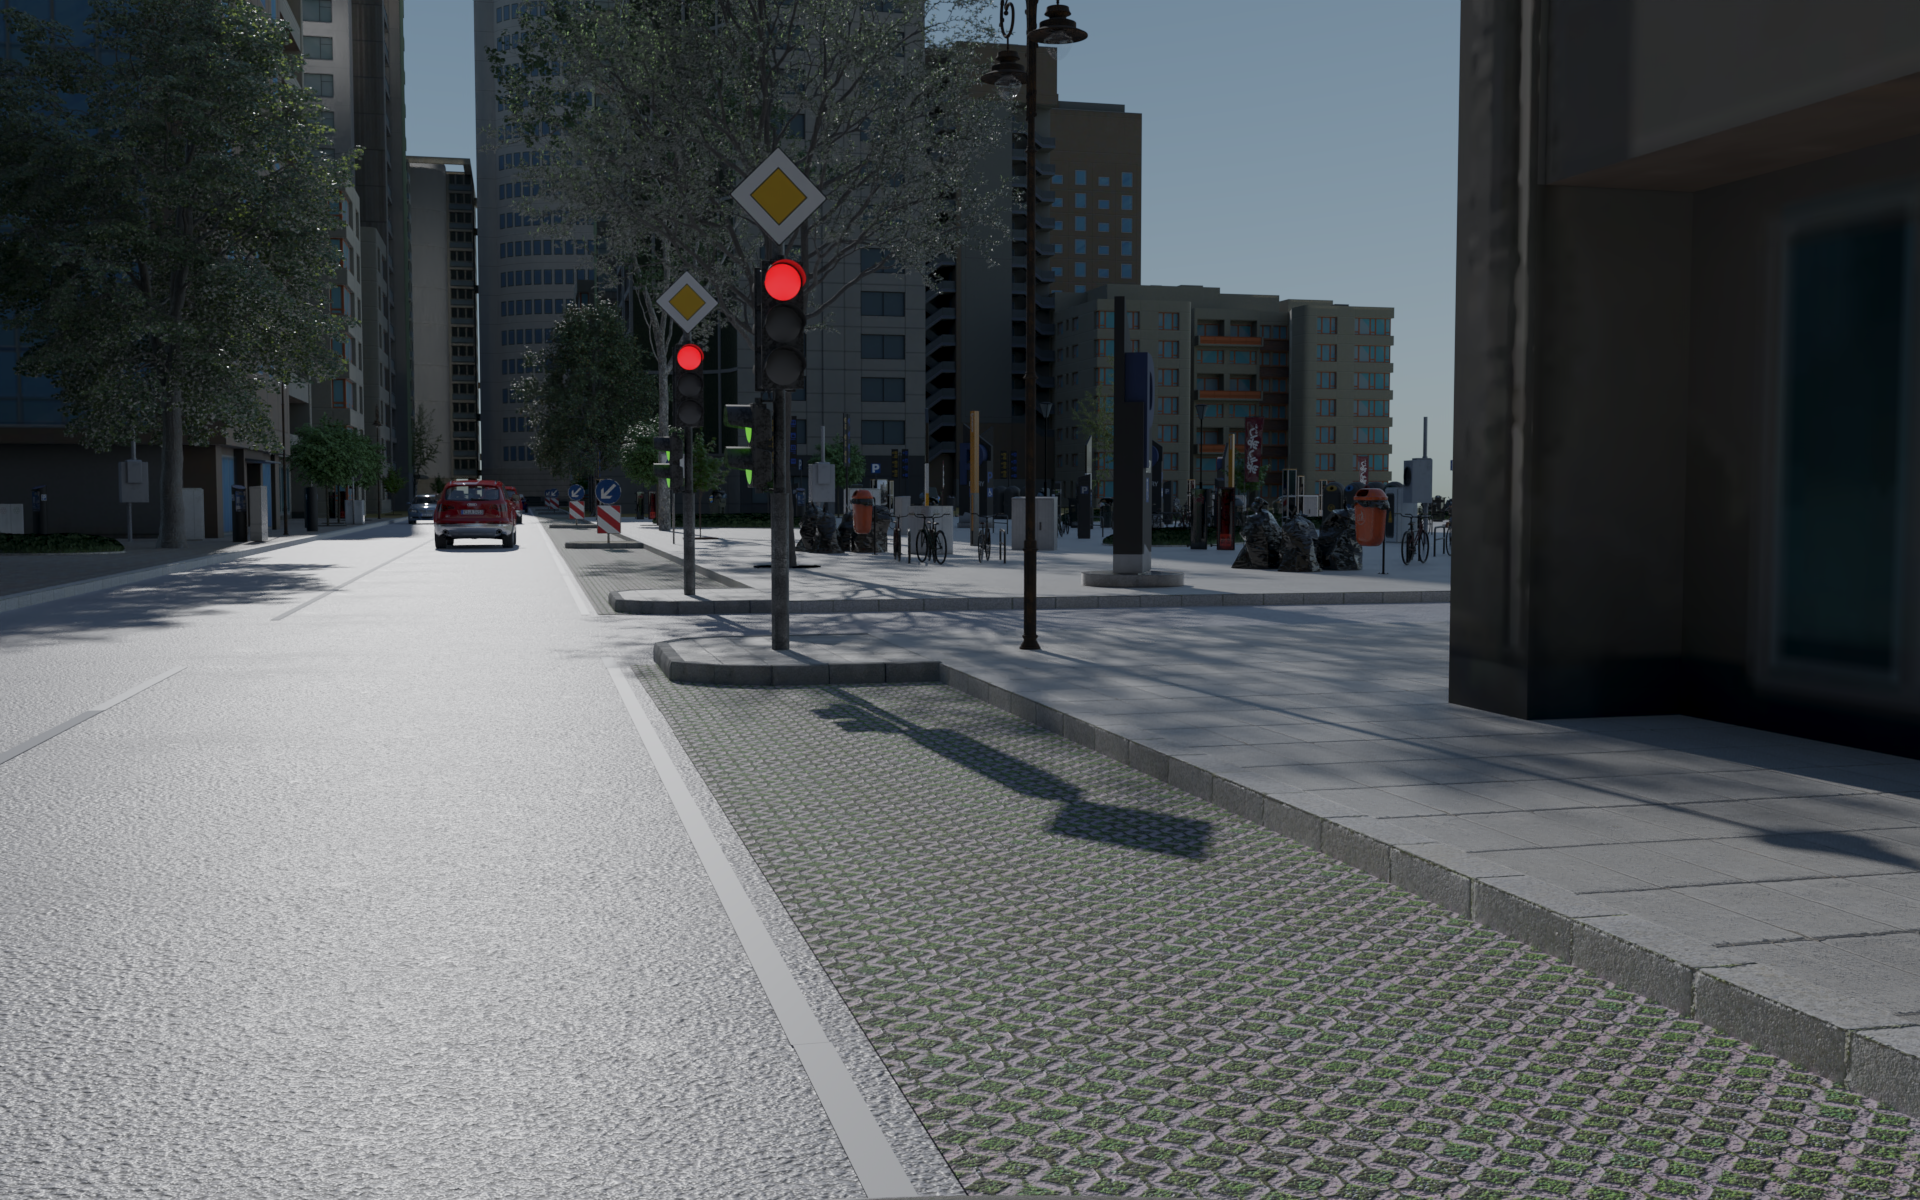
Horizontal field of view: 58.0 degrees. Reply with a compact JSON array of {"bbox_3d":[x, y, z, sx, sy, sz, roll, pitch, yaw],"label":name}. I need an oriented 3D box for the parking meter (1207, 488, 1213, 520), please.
[{"bbox_3d":[13.739,-5.353,95.934,0.372,1.533,0.369,0,3,0],"label":"parking meter"}]

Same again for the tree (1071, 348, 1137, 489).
[{"bbox_3d":[7.938,-8.386,87.474,4.737,8.622,4.395,0,3,0],"label":"tree"}]

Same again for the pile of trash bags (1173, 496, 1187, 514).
[{"bbox_3d":[12.948,-5.466,99.113,1.912,1.369,3.447,2,4,24],"label":"pile of trash bags"}]

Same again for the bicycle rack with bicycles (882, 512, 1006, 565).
[{"bbox_3d":[-0.203,-1.177,32.631,2.852,0.926,2.925,0,4,0],"label":"bicycle rack with bicycles"}]

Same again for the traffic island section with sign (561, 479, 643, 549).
[{"bbox_3d":[-9.461,-2.280,45.901,1.989,1.847,2.006,-1,4,-14],"label":"traffic island section with sign"}]

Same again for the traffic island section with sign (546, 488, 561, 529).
[{"bbox_3d":[-16.155,-3.898,72.362,1.989,1.847,2.006,-1,4,-14],"label":"traffic island section with sign"}]

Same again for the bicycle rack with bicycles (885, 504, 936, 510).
[{"bbox_3d":[-2.012,-3.000,62.431,2.852,0.926,2.925,1,4,17],"label":"bicycle rack with bicycles"}]

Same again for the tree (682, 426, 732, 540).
[{"bbox_3d":[-7.305,-3.318,48.850,1.663,3.219,1.824,0,3,0],"label":"tree"}]

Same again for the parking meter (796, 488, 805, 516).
[{"bbox_3d":[-6.424,-3.759,69.876,0.372,1.533,0.369,0,3,0],"label":"parking meter"}]

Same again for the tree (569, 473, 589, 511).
[{"bbox_3d":[-28.730,-8.316,130.570,1.663,3.219,1.824,0,3,0],"label":"tree"}]

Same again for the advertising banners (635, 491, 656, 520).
[{"bbox_3d":[-15.620,-5.596,87.684,0.090,3.025,2.074,3,5,42],"label":"advertising banners"}]

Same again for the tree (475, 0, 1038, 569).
[{"bbox_3d":[-3.116,-7.306,29.828,12.009,13.543,11.850,0,3,0],"label":"tree"}]

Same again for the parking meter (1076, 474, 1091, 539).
[{"bbox_3d":[3.544,-2.692,49.729,0.399,1.863,0.255,0,4,-2],"label":"parking meter"}]

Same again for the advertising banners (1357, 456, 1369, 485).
[{"bbox_3d":[19.252,-5.094,79.473,2.074,3.025,0.090,0,4,1],"label":"advertising banners"}]

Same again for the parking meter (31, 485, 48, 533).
[{"bbox_3d":[-25.084,-2.374,47.222,0.372,1.533,0.369,0,3,0],"label":"parking meter"}]

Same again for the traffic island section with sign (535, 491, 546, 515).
[{"bbox_3d":[-28.526,-6.888,121.253,1.989,1.847,2.006,-1,4,-14],"label":"traffic island section with sign"}]

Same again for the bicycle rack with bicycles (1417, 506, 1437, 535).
[{"bbox_3d":[13.830,-2.506,54.359,2.852,0.926,2.925,3,4,37],"label":"bicycle rack with bicycles"}]

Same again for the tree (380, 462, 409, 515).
[{"bbox_3d":[-34.424,-6.741,104.815,1.663,3.219,1.824,0,3,0],"label":"tree"}]

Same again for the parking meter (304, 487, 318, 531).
[{"bbox_3d":[-24.523,-3.479,65.287,0.372,1.533,0.369,0,3,0],"label":"parking meter"}]

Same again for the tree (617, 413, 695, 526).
[{"bbox_3d":[-12.250,-5.286,70.134,4.285,4.588,4.351,0,3,0],"label":"tree"}]

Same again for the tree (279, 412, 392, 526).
[{"bbox_3d":[-25.328,-5.226,69.154,4.285,4.588,4.351,0,3,0],"label":"tree"}]

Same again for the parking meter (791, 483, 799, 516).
[{"bbox_3d":[-8.457,-5.080,88.775,0.399,1.863,0.255,0,4,6],"label":"parking meter"}]

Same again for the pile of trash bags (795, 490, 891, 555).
[{"bbox_3d":[-2.430,-1.713,37.752,1.912,1.369,3.447,-1,4,-17],"label":"pile of trash bags"}]

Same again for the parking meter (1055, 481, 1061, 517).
[{"bbox_3d":[4.400,-4.408,77.777,0.255,1.863,0.399,1,4,10],"label":"parking meter"}]

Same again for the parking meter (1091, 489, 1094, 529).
[{"bbox_3d":[4.684,-3.352,63.212,0.372,1.533,0.369,0,3,0],"label":"parking meter"}]

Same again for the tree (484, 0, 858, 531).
[{"bbox_3d":[-8.843,-12.468,59.742,12.611,20.169,13.585,0,3,0],"label":"tree"}]

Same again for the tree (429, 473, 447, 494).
[{"bbox_3d":[-46.890,-9.841,155.496,1.663,3.219,1.824,0,3,0],"label":"tree"}]

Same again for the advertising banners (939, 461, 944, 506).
[{"bbox_3d":[-0.928,-5.707,89.505,0.090,3.025,2.074,0,4,5],"label":"advertising banners"}]

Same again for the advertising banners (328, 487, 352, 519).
[{"bbox_3d":[-32.096,-5.734,89.933,2.074,3.025,0.090,2,4,27],"label":"advertising banners"}]

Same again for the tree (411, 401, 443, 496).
[{"bbox_3d":[-43.471,-11.499,138.364,4.737,8.622,4.395,0,3,0],"label":"tree"}]

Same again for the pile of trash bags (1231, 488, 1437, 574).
[{"bbox_3d":[6.049,-1.174,28.952,1.912,1.369,3.447,-1,4,-22],"label":"pile of trash bags"}]

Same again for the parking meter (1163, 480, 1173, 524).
[{"bbox_3d":[8.784,-4.124,73.131,0.399,1.863,0.255,2,4,32],"label":"parking meter"}]

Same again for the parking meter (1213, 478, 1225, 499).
[{"bbox_3d":[9.433,-3.500,62.935,0.255,1.863,0.399,-1,4,-16],"label":"parking meter"}]

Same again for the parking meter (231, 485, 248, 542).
[{"bbox_3d":[-19.272,-2.319,46.321,0.372,1.533,0.369,0,3,0],"label":"parking meter"}]

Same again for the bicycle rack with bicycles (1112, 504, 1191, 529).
[{"bbox_3d":[6.778,-3.025,62.845,2.852,0.926,2.925,-2,4,-30],"label":"bicycle rack with bicycles"}]

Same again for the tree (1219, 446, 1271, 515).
[{"bbox_3d":[10.123,-4.031,60.503,1.663,3.219,1.824,0,3,0],"label":"tree"}]

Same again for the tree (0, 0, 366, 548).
[{"bbox_3d":[-18.756,-8.208,40.850,9.857,13.997,8.962,0,3,0],"label":"tree"}]

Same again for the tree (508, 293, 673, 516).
[{"bbox_3d":[-20.956,-11.164,99.534,9.611,12.733,9.660,0,3,0],"label":"tree"}]

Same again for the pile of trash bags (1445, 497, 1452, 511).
[{"bbox_3d":[25.375,-5.149,93.936,3.447,1.369,1.912,3,4,36],"label":"pile of trash bags"}]

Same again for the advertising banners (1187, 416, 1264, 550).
[{"bbox_3d":[6.056,-2.651,39.533,2.074,3.025,0.090,3,5,43],"label":"advertising banners"}]

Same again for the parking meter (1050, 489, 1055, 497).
[{"bbox_3d":[4.804,-4.944,89.241,0.372,1.533,0.369,0,3,0],"label":"parking meter"}]
